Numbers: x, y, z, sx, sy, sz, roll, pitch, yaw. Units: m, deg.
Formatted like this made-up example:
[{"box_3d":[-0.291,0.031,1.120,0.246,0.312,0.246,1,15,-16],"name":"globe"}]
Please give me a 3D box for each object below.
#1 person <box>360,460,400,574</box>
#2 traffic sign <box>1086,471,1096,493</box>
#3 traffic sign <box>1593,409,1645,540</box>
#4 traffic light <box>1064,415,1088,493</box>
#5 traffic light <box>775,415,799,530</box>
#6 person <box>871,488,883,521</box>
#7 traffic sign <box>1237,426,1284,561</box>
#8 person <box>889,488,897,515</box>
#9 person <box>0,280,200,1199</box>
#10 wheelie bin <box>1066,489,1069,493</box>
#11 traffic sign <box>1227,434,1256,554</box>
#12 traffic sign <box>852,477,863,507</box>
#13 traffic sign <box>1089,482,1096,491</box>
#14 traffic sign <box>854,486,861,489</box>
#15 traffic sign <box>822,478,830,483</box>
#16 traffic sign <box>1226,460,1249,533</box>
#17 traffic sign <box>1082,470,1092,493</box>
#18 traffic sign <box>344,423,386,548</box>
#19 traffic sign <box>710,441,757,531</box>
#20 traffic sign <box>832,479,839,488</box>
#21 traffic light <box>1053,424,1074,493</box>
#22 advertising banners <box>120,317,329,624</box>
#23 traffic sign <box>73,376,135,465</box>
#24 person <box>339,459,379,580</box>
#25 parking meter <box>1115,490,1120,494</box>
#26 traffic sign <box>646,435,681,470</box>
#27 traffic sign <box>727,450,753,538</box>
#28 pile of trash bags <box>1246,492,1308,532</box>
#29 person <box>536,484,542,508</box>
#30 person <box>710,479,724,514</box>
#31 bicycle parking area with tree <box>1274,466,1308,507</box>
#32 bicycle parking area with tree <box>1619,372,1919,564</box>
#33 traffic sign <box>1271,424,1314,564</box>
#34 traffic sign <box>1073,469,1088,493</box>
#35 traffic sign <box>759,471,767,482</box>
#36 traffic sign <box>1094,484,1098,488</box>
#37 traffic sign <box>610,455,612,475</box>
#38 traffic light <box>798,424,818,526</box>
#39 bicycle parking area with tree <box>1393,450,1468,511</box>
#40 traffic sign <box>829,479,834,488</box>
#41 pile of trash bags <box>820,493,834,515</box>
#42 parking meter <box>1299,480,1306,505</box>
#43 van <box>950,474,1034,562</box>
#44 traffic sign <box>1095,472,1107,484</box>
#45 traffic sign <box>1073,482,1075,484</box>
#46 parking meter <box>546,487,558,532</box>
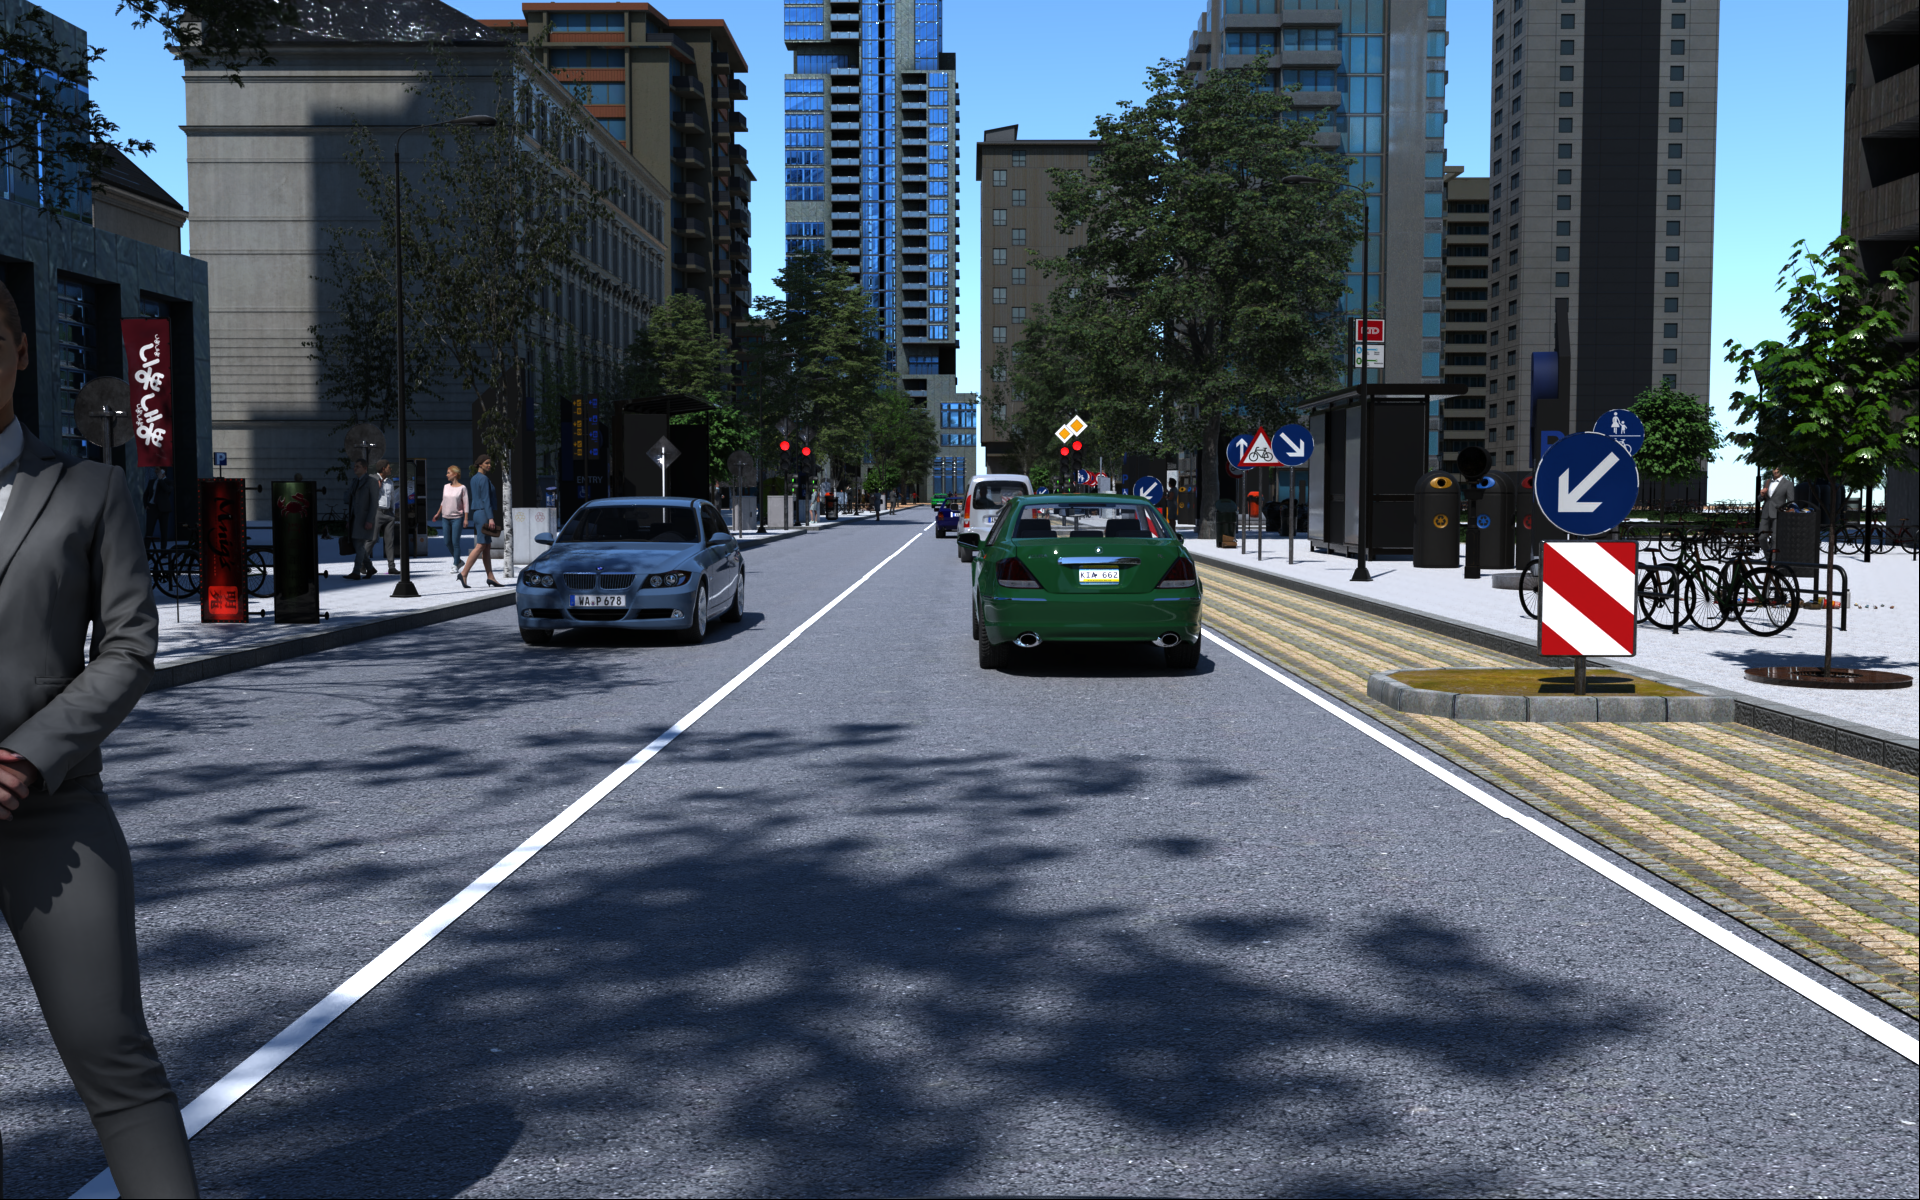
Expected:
[{"box_3d":[-9.297,-1.316,27.666,0.850,1.850,0.679,2,4,27],"name":"person"},{"box_3d":[7.215,-5.930,97.056,0.768,2.556,0.104,0,4,6],"name":"traffic sign"},{"box_3d":[9.841,-1.582,25.976,0.768,2.556,0.104,0,4,2],"name":"traffic sign"},{"box_3d":[4.108,-4.429,61.333,0.839,4.253,0.868,0,4,0],"name":"traffic light"},{"box_3d":[-6.153,-4.432,61.378,0.839,4.253,0.868,0,4,0],"name":"traffic light"},{"box_3d":[-4.432,-5.119,92.559,0.532,1.782,0.716,3,5,42],"name":"person"},{"box_3d":[5.775,-2.036,33.298,0.884,2.594,0.081,0,4,8],"name":"traffic sign"},{"box_3d":[-4.576,-6.767,118.946,0.447,1.846,0.655,-3,5,-43],"name":"person"},{"box_3d":[-1.461,0.374,2.656,0.520,1.790,0.573,-3,5,-39],"name":"person"},{"box_3d":[7.377,-6.808,119.220,0.693,1.594,0.980,-2,4,-24],"name":"wheelie bin"},{"box_3d":[6.057,-2.251,36.902,0.768,2.556,0.104,0,4,5],"name":"traffic sign"},{"box_3d":[-7.467,-7.701,126.012,0.768,2.556,0.104,0,4,2],"name":"traffic sign"},{"box_3d":[9.089,-7.293,119.347,0.768,2.556,0.104,0,4,2],"name":"traffic sign"},{"box_3d":[-8.317,-8.475,140.697,0.606,2.300,0.079,1,4,9],"name":"traffic sign"},{"box_3d":[-10.511,-8.267,135.279,0.768,2.556,0.104,0,4,3],"name":"traffic sign"},{"box_3d":[9.029,-3.443,56.394,0.768,2.556,0.104,1,4,10],"name":"traffic sign"},{"box_3d":[6.558,-5.582,91.375,0.768,2.556,0.104,0,4,2],"name":"traffic sign"},{"box_3d":[-10.643,-1.889,30.996,0.768,2.556,0.104,0,4,4],"name":"traffic sign"},{"box_3d":[-8.252,-4.091,60.757,2.265,3.308,0.079,0,4,8],"name":"traffic sign"},{"box_3d":[-10.482,-8.826,144.410,0.768,2.556,0.104,0,4,5],"name":"traffic sign"},{"box_3d":[4.156,-4.917,69.318,0.839,4.253,0.868,0,4,0],"name":"traffic light"},{"box_3d":[-7.286,-1.281,17.139,2.074,3.025,0.090,0,4,6],"name":"advertising banners"},{"box_3d":[-9.234,-1.142,18.779,0.768,2.556,0.104,0,4,3],"name":"traffic sign"},{"box_3d":[-9.027,-1.215,26.007,0.694,1.812,0.767,2,4,34],"name":"person"},{"box_3d":[9.287,-5.773,102.796,0.372,1.533,0.369,0,3,0],"name":"parking meter"},{"box_3d":[-6.672,-2.398,38.944,0.795,2.593,0.064,0,4,2],"name":"traffic sign"},{"box_3d":[-6.389,-3.074,50.361,0.768,2.556,0.104,0,4,4],"name":"traffic sign"},{"box_3d":[11.111,-3.051,59.629,1.912,1.369,3.447,-2,4,-33],"name":"pile of trash bags"},{"box_3d":[-10.126,-2.118,40.857,0.537,1.800,0.526,1,4,11],"name":"person"},{"box_3d":[-8.289,-3.272,59.354,0.447,1.846,0.655,2,4,24],"name":"person"},{"box_3d":[21.421,-8.571,127.135,9.016,4.147,8.231,-1,4,-13],"name":"bicycle parking area with tree"},{"box_3d":[17.052,-2.940,35.064,9.016,4.147,8.231,1,4,17],"name":"bicycle parking area with tree"},{"box_3d":[6.044,-1.923,31.544,0.768,2.556,0.104,1,4,9],"name":"traffic sign"},{"box_3d":[5.963,-5.255,86.023,0.768,2.556,0.104,0,4,4],"name":"traffic sign"},{"box_3d":[-10.981,-5.806,95.040,0.768,2.556,0.104,0,4,8],"name":"traffic sign"},{"box_3d":[10.825,-8.196,136.141,0.606,2.300,0.079,0,4,4],"name":"traffic sign"},{"box_3d":[-10.069,-3.014,49.282,0.884,2.594,0.081,0,4,5],"name":"traffic sign"},{"box_3d":[-6.105,-4.920,69.363,0.839,4.253,0.868,0,4,0],"name":"traffic light"},{"box_3d":[35.825,-8.385,124.095,9.016,4.147,8.231,0,4,-1],"name":"bicycle parking area with tree"},{"box_3d":[-10.663,-8.660,141.691,0.768,2.556,0.104,0,4,2],"name":"traffic sign"},{"box_3d":[-8.898,-5.825,104.989,1.912,1.369,3.447,3,4,38],"name":"pile of trash bags"},{"box_3d":[14.345,-4.092,72.616,0.255,1.863,0.399,0,4,8],"name":"parking meter"},{"box_3d":[0.802,-1.876,37.691,2.013,2.044,4.112,0,4,-1],"name":"van"},{"box_3d":[8.142,-6.115,100.092,0.768,2.556,0.104,1,4,9],"name":"traffic sign"},{"box_3d":[9.357,-8.845,144.619,0.884,2.594,0.081,0,4,5],"name":"traffic sign"},{"box_3d":[-13.652,-3.027,57.896,0.372,1.533,0.369,0,3,0],"name":"parking meter"}]
